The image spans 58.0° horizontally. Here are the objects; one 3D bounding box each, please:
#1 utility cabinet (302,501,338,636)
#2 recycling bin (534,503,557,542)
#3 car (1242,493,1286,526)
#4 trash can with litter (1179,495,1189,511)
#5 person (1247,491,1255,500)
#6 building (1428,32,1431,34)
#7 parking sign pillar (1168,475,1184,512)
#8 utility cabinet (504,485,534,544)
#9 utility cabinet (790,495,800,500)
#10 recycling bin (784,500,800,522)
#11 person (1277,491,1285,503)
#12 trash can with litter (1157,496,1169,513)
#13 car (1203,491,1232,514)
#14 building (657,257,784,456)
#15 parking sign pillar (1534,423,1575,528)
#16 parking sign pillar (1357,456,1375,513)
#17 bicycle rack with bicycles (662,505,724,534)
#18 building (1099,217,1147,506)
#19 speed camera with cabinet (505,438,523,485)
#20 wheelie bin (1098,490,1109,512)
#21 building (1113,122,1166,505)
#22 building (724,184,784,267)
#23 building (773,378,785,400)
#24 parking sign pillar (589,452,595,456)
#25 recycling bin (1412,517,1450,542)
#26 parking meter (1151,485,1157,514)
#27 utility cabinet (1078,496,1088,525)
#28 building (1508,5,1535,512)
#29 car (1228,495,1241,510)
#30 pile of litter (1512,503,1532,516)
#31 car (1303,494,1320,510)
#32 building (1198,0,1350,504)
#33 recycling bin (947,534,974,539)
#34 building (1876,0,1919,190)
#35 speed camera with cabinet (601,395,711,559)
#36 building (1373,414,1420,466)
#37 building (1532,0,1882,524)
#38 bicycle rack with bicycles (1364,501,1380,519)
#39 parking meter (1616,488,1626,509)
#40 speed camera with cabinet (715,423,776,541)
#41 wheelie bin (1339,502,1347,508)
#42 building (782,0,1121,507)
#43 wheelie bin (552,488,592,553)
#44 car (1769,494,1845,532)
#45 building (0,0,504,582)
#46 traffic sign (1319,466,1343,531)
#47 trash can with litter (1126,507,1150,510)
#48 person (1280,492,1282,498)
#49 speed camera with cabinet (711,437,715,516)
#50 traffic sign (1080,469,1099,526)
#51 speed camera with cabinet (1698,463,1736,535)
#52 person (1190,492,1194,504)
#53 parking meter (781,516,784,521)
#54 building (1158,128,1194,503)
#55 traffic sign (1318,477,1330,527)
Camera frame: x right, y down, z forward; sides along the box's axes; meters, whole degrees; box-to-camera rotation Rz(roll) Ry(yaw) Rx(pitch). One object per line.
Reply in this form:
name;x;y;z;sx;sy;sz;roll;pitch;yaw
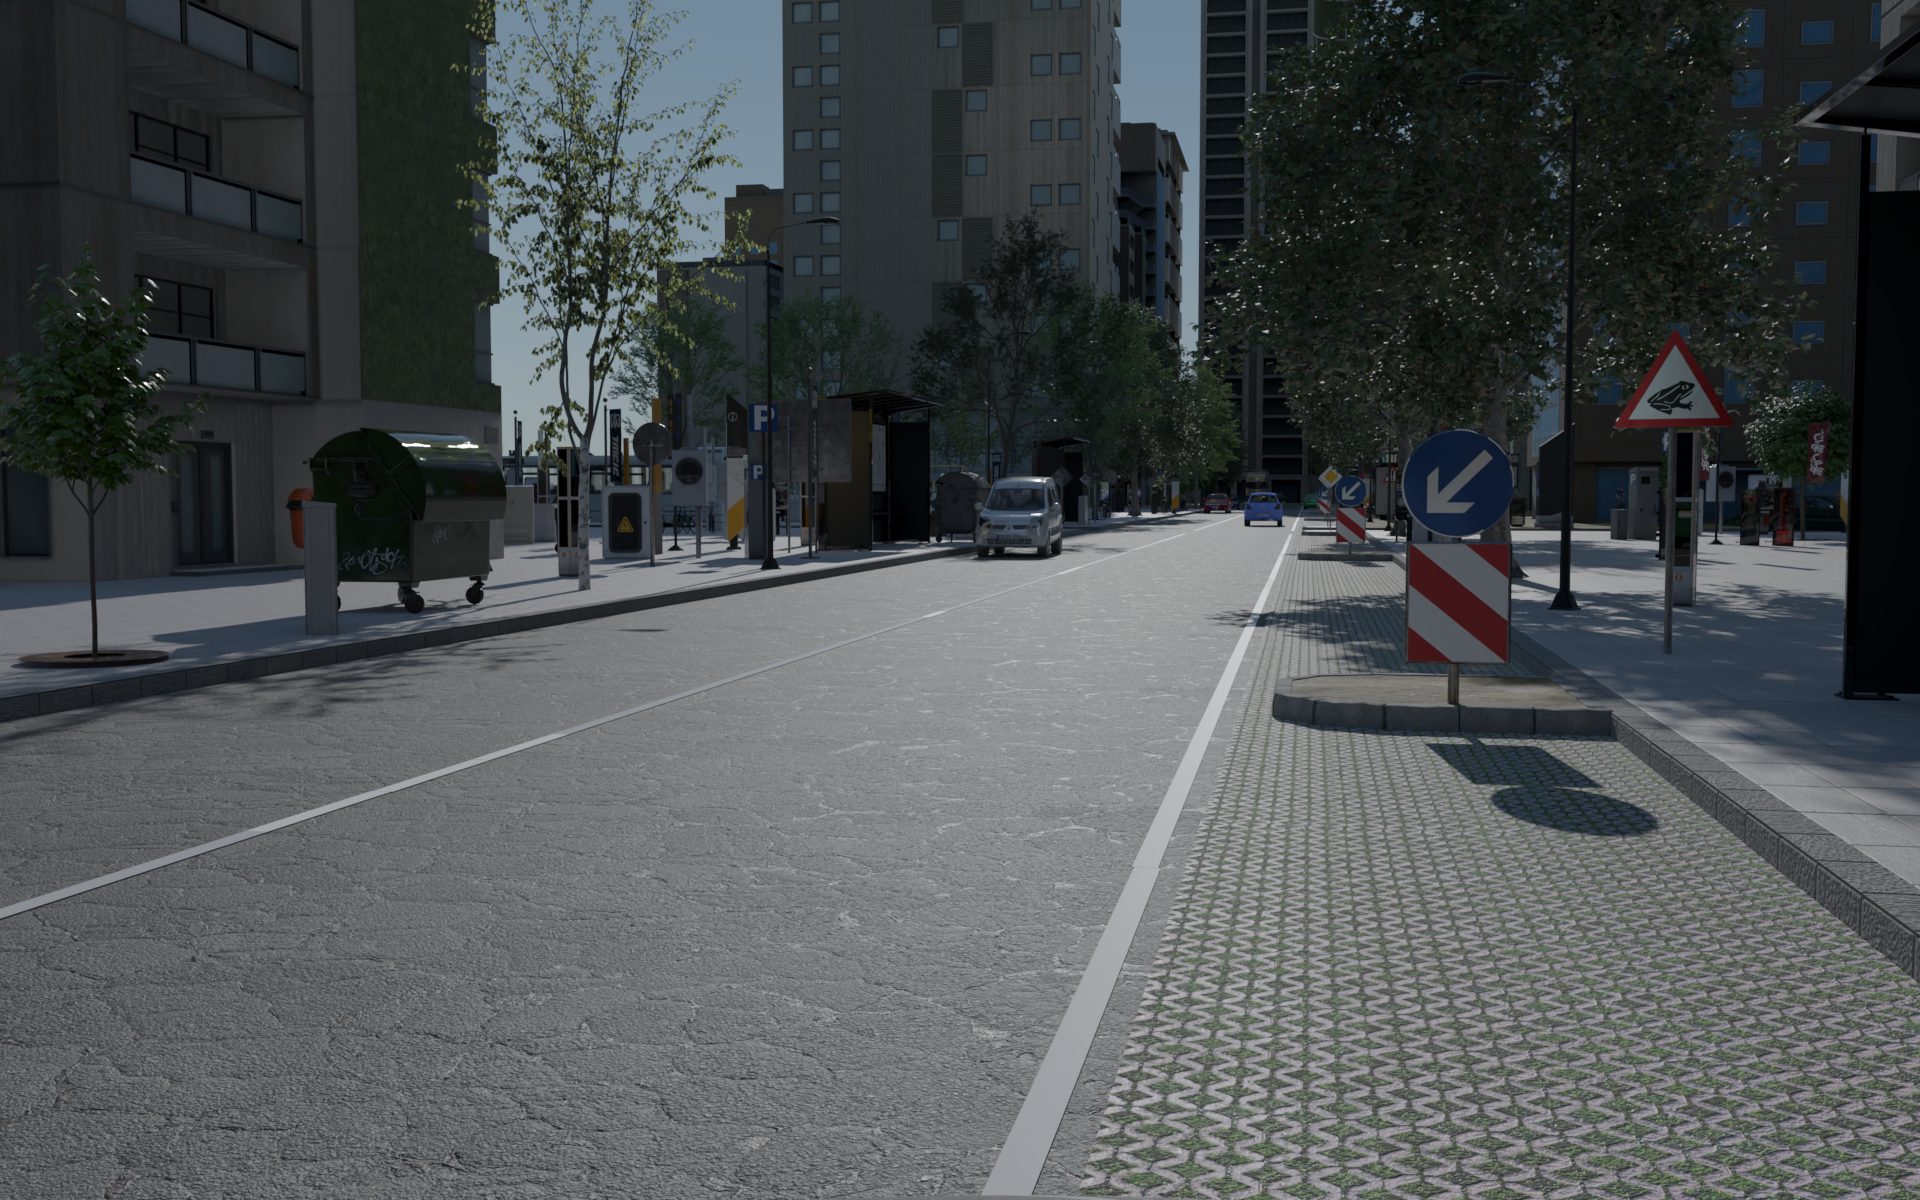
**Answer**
utility cabinet;-5.969;-0.307;16.187;0.306;1.237;1.020;-1;4;-21
recycling bin;-11.136;-2.083;46.612;0.722;1.027;0.722;0;4;4
car;13.735;-4.203;78.308;1.945;1.707;3.694;1;4;11
trash can with litter;17.486;-7.552;134.861;0.624;1.170;1.055;-1;4;-22
person;26.859;-9.163;158.837;1.217;1.766;0.721;3;5;41
building;64.456;-36.665;188.717;28.713;52.752;27.495;1;4;11
parking sign pillar;15.835;-8.532;127.976;1.447;3.967;1.447;1;4;14
utility cabinet;-11.493;-2.174;44.229;1.173;1.500;0.318;-1;4;-9
utility cabinet;-11.228;-6.475;117.028;1.020;1.237;0.306;1;4;22
recycling bin;-7.657;-4.084;79.322;0.722;1.027;0.722;0;4;1
person;39.137;-12.442;211.934;1.348;1.823;0.705;3;5;40
trash can with litter;13.675;-6.518;117.954;1.055;1.170;0.624;2;4;26
car;19.167;-7.325;128.804;2.155;1.783;4.494;1;4;13
building;-28.538;-27.118;215.087;14.107;30.474;14.160;1;4;11
parking sign pillar;22.714;-4.749;66.114;1.447;3.967;1.447;0;4;1
parking sign pillar;28.079;-8.016;119.532;1.447;3.967;1.447;1;4;20
bicycle rack with bicycles;-8.813;-2.660;56.865;2.852;0.926;2.925;-1;4;-21
building;11.698;-24.992;180.316;14.160;30.474;14.107;1;4;11
speed camera with cabinet;-16.027;-4.137;61.980;0.660;3.252;2.038;-1;4;-18
wheelie bin;10.104;-6.966;121.799;0.980;1.594;0.693;3;4;37
building;16.665;-34.006;206.107;14.200;45.320;14.600;1;4;11
building;-25.092;-36.827;252.231;14.200;45.320;14.600;1;4;11
building;-6.317;-54.589;205.197;31.000;86.520;22.319;1;4;11
parking sign pillar;-22.005;-7.129;105.039;1.447;3.967;1.447;-1;4;-12
recycling bin;11.457;-1.800;41.983;0.722;1.027;0.722;3;5;43
parking meter;12.796;-6.627;114.067;0.255;1.863;0.399;2;4;35
utility cabinet;5.092;-3.711;71.833;0.306;1.237;1.020;1;4;10
building;45.301;-49.080;115.136;22.319;86.520;31.000;1;4;11
car;24.604;-8.854;157.345;1.945;1.354;3.894;1;4;11
pile of litter;32.450;-5.246;99.744;1.719;0.858;1.176;3;4;36
car;32.244;-9.113;157.799;1.959;1.807;4.718;1;4;13
building;44.211;-49.144;241.751;20.611;71.187;20.563;1;4;11
recycling bin;0.083;-2.384;51.529;0.722;1.027;0.722;-3;4;-37
building;27.898;-21.590;36.592;14.154;41.232;14.086;1;4;11
speed camera with cabinet;-6.040;-2.443;34.278;2.038;3.252;0.660;0;4;-5
building;70.034;-37.841;238.308;30.456;49.044;23.786;1;4;11
building;34.780;-26.294;80.023;14.200;45.320;14.600;1;4;11
bicycle rack with bicycles;21.710;-4.709;90.379;2.852;0.926;2.925;0;4;-1
parking meter;27.767;-3.939;72.816;0.372;1.533;0.369;0;3;0
speed camera with cabinet;-5.873;-3.274;47.874;0.660;3.252;2.038;-3;5;-39
wheelie bin;28.705;-7.446;129.652;0.693;1.594;0.980;0;4;8
building;0.316;-34.939;160.496;28.713;52.752;27.495;1;4;11
wheelie bin;-8.327;-1.792;37.207;0.693;1.594;0.980;-3;4;-37
car;30.144;-3.110;60.638;4.222;1.686;2.009;1;4;13
building;-17.300;-21.057;27.884;14.154;41.232;14.086;1;4;11
traffic sign;12.840;-3.447;60.007;0.795;2.450;0.064;1;4;11
trash can with litter;14.879;-8.080;143.169;2.233;1.210;1.678;2;4;24
person;40.274;-12.801;217.757;0.705;1.831;1.348;0;4;3
speed camera with cabinet;-7.057;-3.527;51.997;2.038;3.252;0.660;-2;4;-28
traffic sign;5.209;-4.040;69.702;0.795;2.450;0.064;1;4;11
speed camera with cabinet;23.407;-3.694;54.735;2.038;3.252;0.660;0;4;-8
person;29.904;-13.102;223.265;0.990;1.755;0.434;-3;5;-45
parking meter;-8.222;-4.455;81.243;0.372;1.533;0.369;0;3;0
building;20.311;-40.425;250.185;27.495;52.752;28.713;1;4;11
traffic sign;14.415;-3.926;67.836;0.795;2.450;0.064;1;4;11
